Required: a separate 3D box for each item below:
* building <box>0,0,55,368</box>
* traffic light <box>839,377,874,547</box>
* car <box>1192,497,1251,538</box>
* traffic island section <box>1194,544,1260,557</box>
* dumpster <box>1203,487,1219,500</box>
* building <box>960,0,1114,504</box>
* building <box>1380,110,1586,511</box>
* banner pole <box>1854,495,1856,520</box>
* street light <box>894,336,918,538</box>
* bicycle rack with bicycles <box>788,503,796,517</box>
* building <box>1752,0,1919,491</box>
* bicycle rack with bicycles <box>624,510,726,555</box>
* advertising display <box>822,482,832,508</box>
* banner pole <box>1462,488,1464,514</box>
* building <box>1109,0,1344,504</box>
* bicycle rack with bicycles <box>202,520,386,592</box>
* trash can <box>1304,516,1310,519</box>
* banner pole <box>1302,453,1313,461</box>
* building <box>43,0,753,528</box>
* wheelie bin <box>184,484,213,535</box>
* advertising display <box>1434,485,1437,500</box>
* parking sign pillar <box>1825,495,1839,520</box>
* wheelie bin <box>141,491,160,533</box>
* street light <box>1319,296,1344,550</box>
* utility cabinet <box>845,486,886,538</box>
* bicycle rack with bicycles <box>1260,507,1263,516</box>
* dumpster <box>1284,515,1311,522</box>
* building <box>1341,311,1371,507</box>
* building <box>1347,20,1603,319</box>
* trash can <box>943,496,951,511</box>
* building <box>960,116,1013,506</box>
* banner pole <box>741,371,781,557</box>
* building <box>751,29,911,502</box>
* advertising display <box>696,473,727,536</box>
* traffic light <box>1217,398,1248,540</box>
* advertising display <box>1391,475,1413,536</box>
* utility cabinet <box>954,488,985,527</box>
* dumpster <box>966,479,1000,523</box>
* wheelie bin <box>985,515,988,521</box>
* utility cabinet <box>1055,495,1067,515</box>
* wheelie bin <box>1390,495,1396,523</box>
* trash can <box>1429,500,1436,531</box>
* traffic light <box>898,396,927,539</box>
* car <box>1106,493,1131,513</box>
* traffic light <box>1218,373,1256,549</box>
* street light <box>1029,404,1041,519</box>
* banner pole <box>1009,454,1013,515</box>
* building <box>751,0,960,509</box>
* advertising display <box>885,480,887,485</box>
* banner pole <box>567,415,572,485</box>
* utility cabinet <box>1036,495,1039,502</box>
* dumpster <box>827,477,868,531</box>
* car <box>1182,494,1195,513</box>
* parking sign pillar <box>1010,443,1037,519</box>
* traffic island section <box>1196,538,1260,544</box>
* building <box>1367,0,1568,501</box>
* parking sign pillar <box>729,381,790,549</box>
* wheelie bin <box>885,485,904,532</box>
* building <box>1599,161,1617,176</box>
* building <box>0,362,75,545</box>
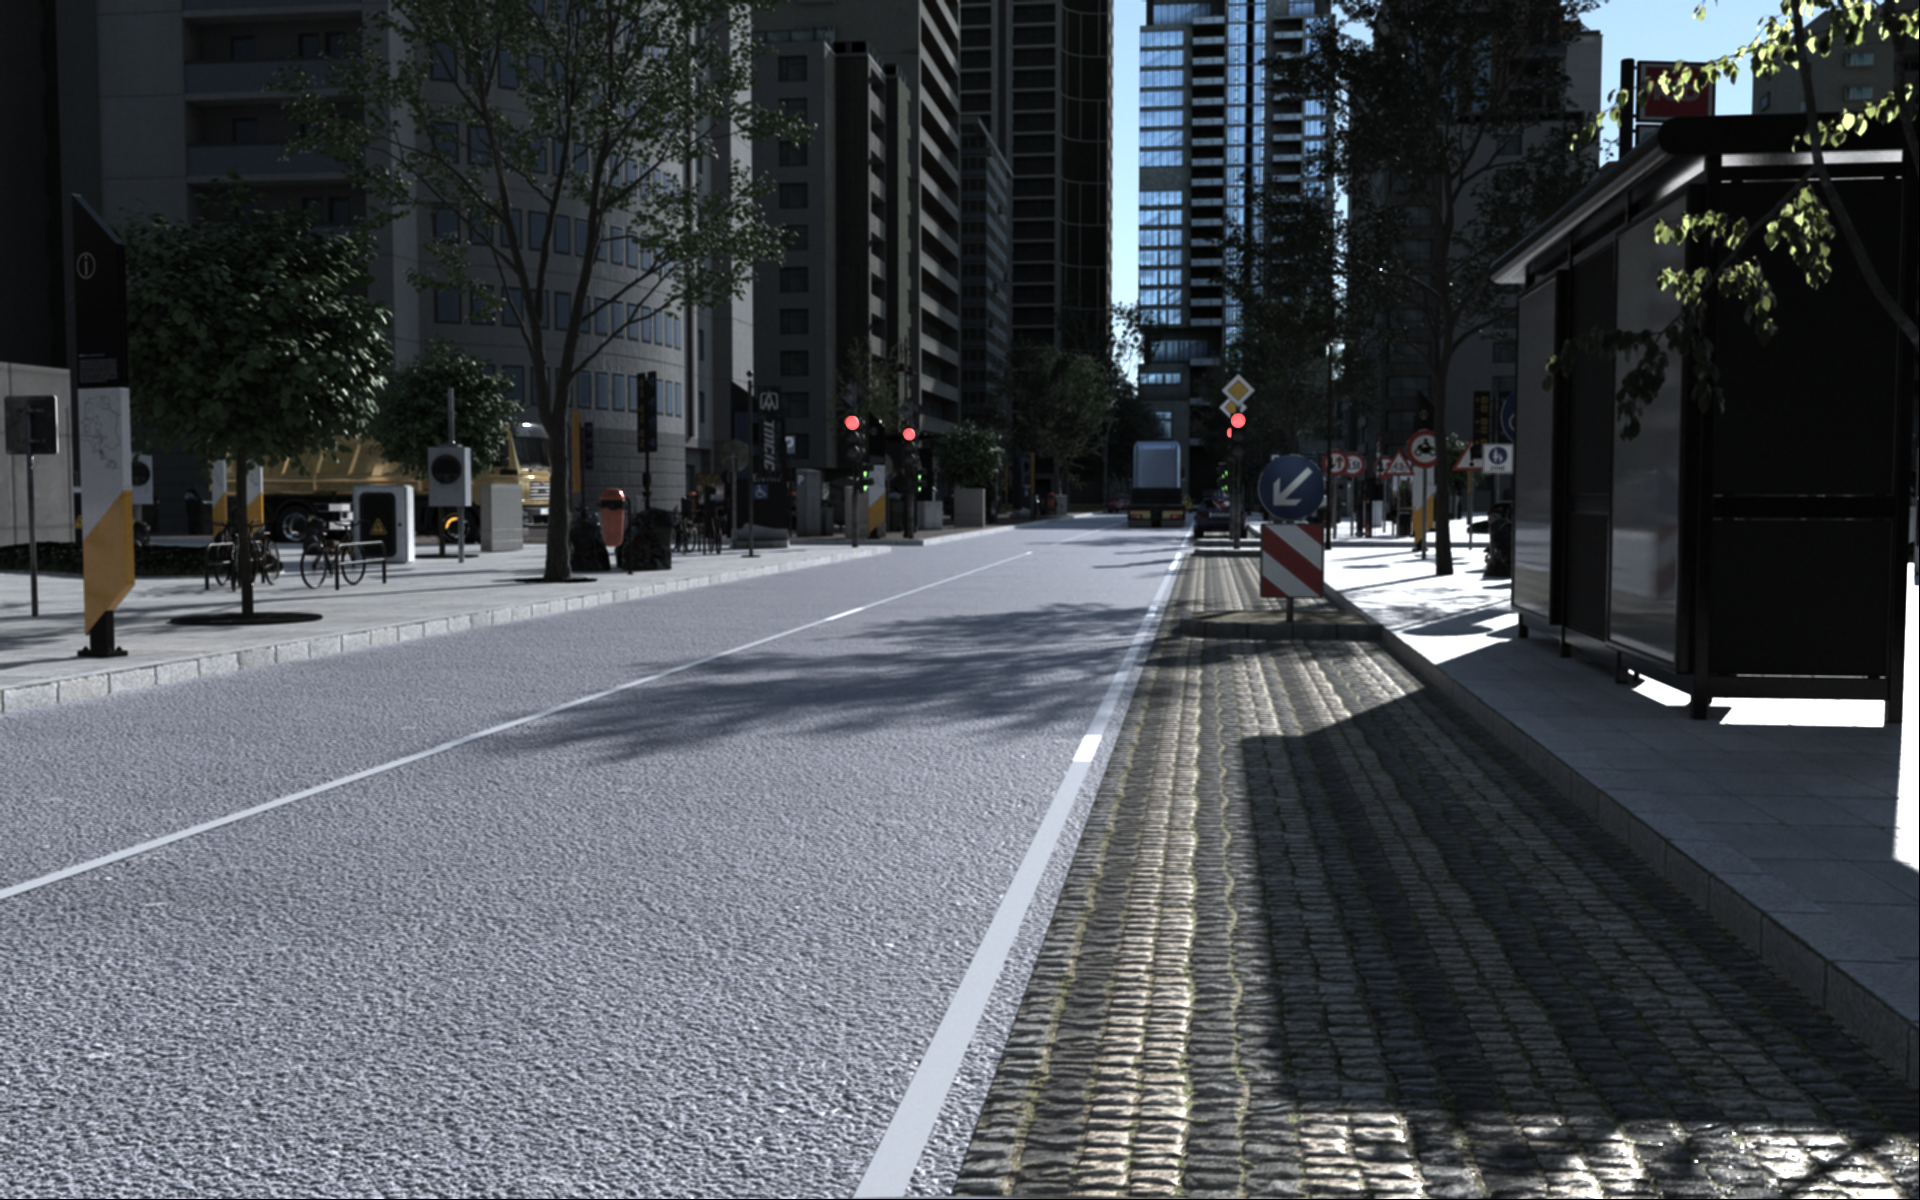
[{"bbox_3d":[-44.153,-18.318,71.205,14.107,30.474,14.160,0,4,8],"label":"building"},{"bbox_3d":[-2.513,-3.227,41.688,0.839,4.253,0.868,0,4,8],"label":"traffic light"},{"bbox_3d":[8.652,-2.736,57.309,1.945,1.354,3.894,1,4,10],"label":"car"},{"bbox_3d":[6.498,-1.117,40.537,2.009,0.180,2.903,0,4,8],"label":"traffic island section"},{"bbox_3d":[28.700,-11.789,197.698,1.985,2.255,1.502,1,4,9],"label":"dumpster"},{"bbox_3d":[9.286,-48.326,228.380,20.611,71.187,20.563,0,4,8],"label":"building"},{"bbox_3d":[39.860,-22.204,134.741,14.160,30.474,14.107,0,4,8],"label":"building"},{"bbox_3d":[24.721,-3.548,48.031,0.863,3.779,0.401,-2,4,-25],"label":"banner pole"},{"bbox_3d":[-1.576,-4.761,50.636,0.468,5.910,1.993,0,4,8],"label":"street light"},{"bbox_3d":[-7.117,-3.320,67.662,2.925,0.926,2.852,0,4,-8],"label":"bicycle rack with bicycles"},{"bbox_3d":[90.244,-33.223,166.895,21.600,48.544,21.300,0,4,8],"label":"building"},{"bbox_3d":[-6.380,-1.483,37.632,2.852,0.926,2.925,-1,4,-11],"label":"bicycle rack with bicycles"},{"bbox_3d":[-7.279,-5.471,94.657,0.123,1.923,0.974,-2,4,-33],"label":"advertising display"},{"bbox_3d":[32.202,-7.372,110.553,0.401,3.779,0.863,2,4,31],"label":"banner pole"},{"bbox_3d":[35.196,-55.799,224.982,31.000,86.520,22.319,0,4,8],"label":"building"},{"bbox_3d":[-9.323,-0.642,23.883,2.852,0.926,2.925,0,4,3],"label":"bicycle rack with bicycles"},{"bbox_3d":[17.770,-4.750,89.321,0.748,1.137,0.748,0,3,0],"label":"trash can"},{"bbox_3d":[21.216,-7.103,106.145,0.863,3.779,0.401,0,4,-8],"label":"banner pole"},{"bbox_3d":[-23.101,-32.679,76.308,21.231,58.520,28.212,0,4,8],"label":"building"},{"bbox_3d":[-23.966,-2.851,54.527,0.693,1.594,0.980,1,4,15],"label":"wheelie bin"},{"bbox_3d":[30.498,-6.419,110.161,0.123,1.923,0.974,-3,5,-41],"label":"advertising display"},{"bbox_3d":[32.568,-4.717,65.601,1.447,3.967,1.447,3,5,44],"label":"parking sign pillar"},{"bbox_3d":[-27.138,-3.055,57.861,0.693,1.594,0.980,-1,4,-19],"label":"wheelie bin"},{"bbox_3d":[8.479,-4.094,39.724,0.468,5.910,1.993,0,4,8],"label":"street light"},{"bbox_3d":[-2.749,-2.555,50.453,1.173,1.500,0.318,-2,4,-24],"label":"utility cabinet"},{"bbox_3d":[18.518,-5.159,97.729,2.925,0.926,2.852,1,4,15],"label":"bicycle rack with bicycles"},{"bbox_3d":[15.240,-4.413,77.917,1.264,1.857,1.865,1,4,8],"label":"dumpster"},{"bbox_3d":[52.532,-19.832,169.292,27.650,21.520,28.899,0,4,8],"label":"building"},{"bbox_3d":[64.415,-41.531,221.031,28.212,58.520,21.231,0,4,8],"label":"building"},{"bbox_3d":[-0.830,-6.778,122.477,0.748,1.137,0.748,0,3,0],"label":"trash can"},{"bbox_3d":[-7.501,-29.602,175.876,23.993,40.220,32.217,0,4,8],"label":"building"},{"bbox_3d":[-4.032,-2.766,35.236,0.863,3.779,0.401,0,4,-1],"label":"banner pole"},{"bbox_3d":[-11.279,-20.821,112.118,14.160,30.474,14.107,0,4,8],"label":"building"},{"bbox_3d":[-7.700,-2.960,53.607,0.974,1.923,0.123,1,4,14],"label":"advertising display"},{"bbox_3d":[7.588,-3.634,48.334,0.839,4.253,0.868,0,4,8],"label":"traffic light"},{"bbox_3d":[13.605,-2.915,52.873,0.123,1.923,0.974,-3,5,-44],"label":"advertising display"},{"bbox_3d":[0.369,-3.554,66.787,1.173,1.500,0.318,1,4,16],"label":"utility cabinet"},{"bbox_3d":[0.950,-4.576,77.312,1.502,2.255,1.985,1,4,8],"label":"dumpster"},{"bbox_3d":[0.931,-4.632,83.637,0.693,1.594,0.980,1,4,23],"label":"wheelie bin"},{"bbox_3d":[5.976,-5.739,104.997,1.020,1.237,0.306,0,4,-3],"label":"utility cabinet"},{"bbox_3d":[19.293,-4.155,75.838,0.980,1.594,0.693,2,4,31],"label":"wheelie bin"},{"bbox_3d":[16.300,-2.929,59.541,0.748,1.137,0.748,0,3,0],"label":"trash can"},{"bbox_3d":[-1.385,-3.711,49.593,0.839,4.253,0.868,0,4,8],"label":"traffic light"},{"bbox_3d":[12.281,-7.557,132.593,2.155,1.783,4.494,1,4,9],"label":"car"},{"bbox_3d":[6.460,-3.150,40.429,0.839,4.253,0.868,0,4,8],"label":"traffic light"},{"bbox_3d":[3.860,-7.113,89.087,0.468,5.910,1.993,0,4,8],"label":"street light"},{"bbox_3d":[3.237,-7.256,108.660,0.401,3.779,0.863,-2,4,-24],"label":"banner pole"},{"bbox_3d":[-12.016,-31.411,137.264,21.300,48.544,21.600,0,4,8],"label":"building"},{"bbox_3d":[-2.672,-3.441,61.479,0.123,1.923,0.974,0,4,-5],"label":"advertising display"},{"bbox_3d":[-12.256,-3.919,54.086,0.863,3.779,0.401,2,4,27],"label":"banner pole"},{"bbox_3d":[4.663,-6.200,112.535,0.306,1.237,1.020,3,5,42],"label":"utility cabinet"},{"bbox_3d":[-3.773,-3.254,58.965,1.264,1.857,1.865,0,4,8],"label":"dumpster"},{"bbox_3d":[17.128,-7.574,134.060,2.015,1.641,3.980,1,4,9],"label":"car"},{"bbox_3d":[3.341,-6.297,91.429,1.447,3.967,1.447,3,4,36],"label":"parking sign pillar"},{"bbox_3d":[7.626,-1.600,48.442,2.009,0.180,2.903,0,4,8],"label":"traffic island section"},{"bbox_3d":[42.830,-30.465,148.219,14.600,45.320,14.200,0,4,8],"label":"building"},{"bbox_3d":[-4.790,-3.231,41.303,1.447,3.967,1.447,-1,4,-14],"label":"parking sign pillar"},{"bbox_3d":[-2.309,-3.105,58.679,0.693,1.594,0.980,-3,5,-44],"label":"wheelie bin"},{"bbox_3d":[93.255,-34.495,218.620,28.867,44.769,22.147,0,4,8],"label":"building"},{"bbox_3d":[-29.082,-35.787,23.366,20.611,71.187,20.563,0,4,8],"label":"building"}]
